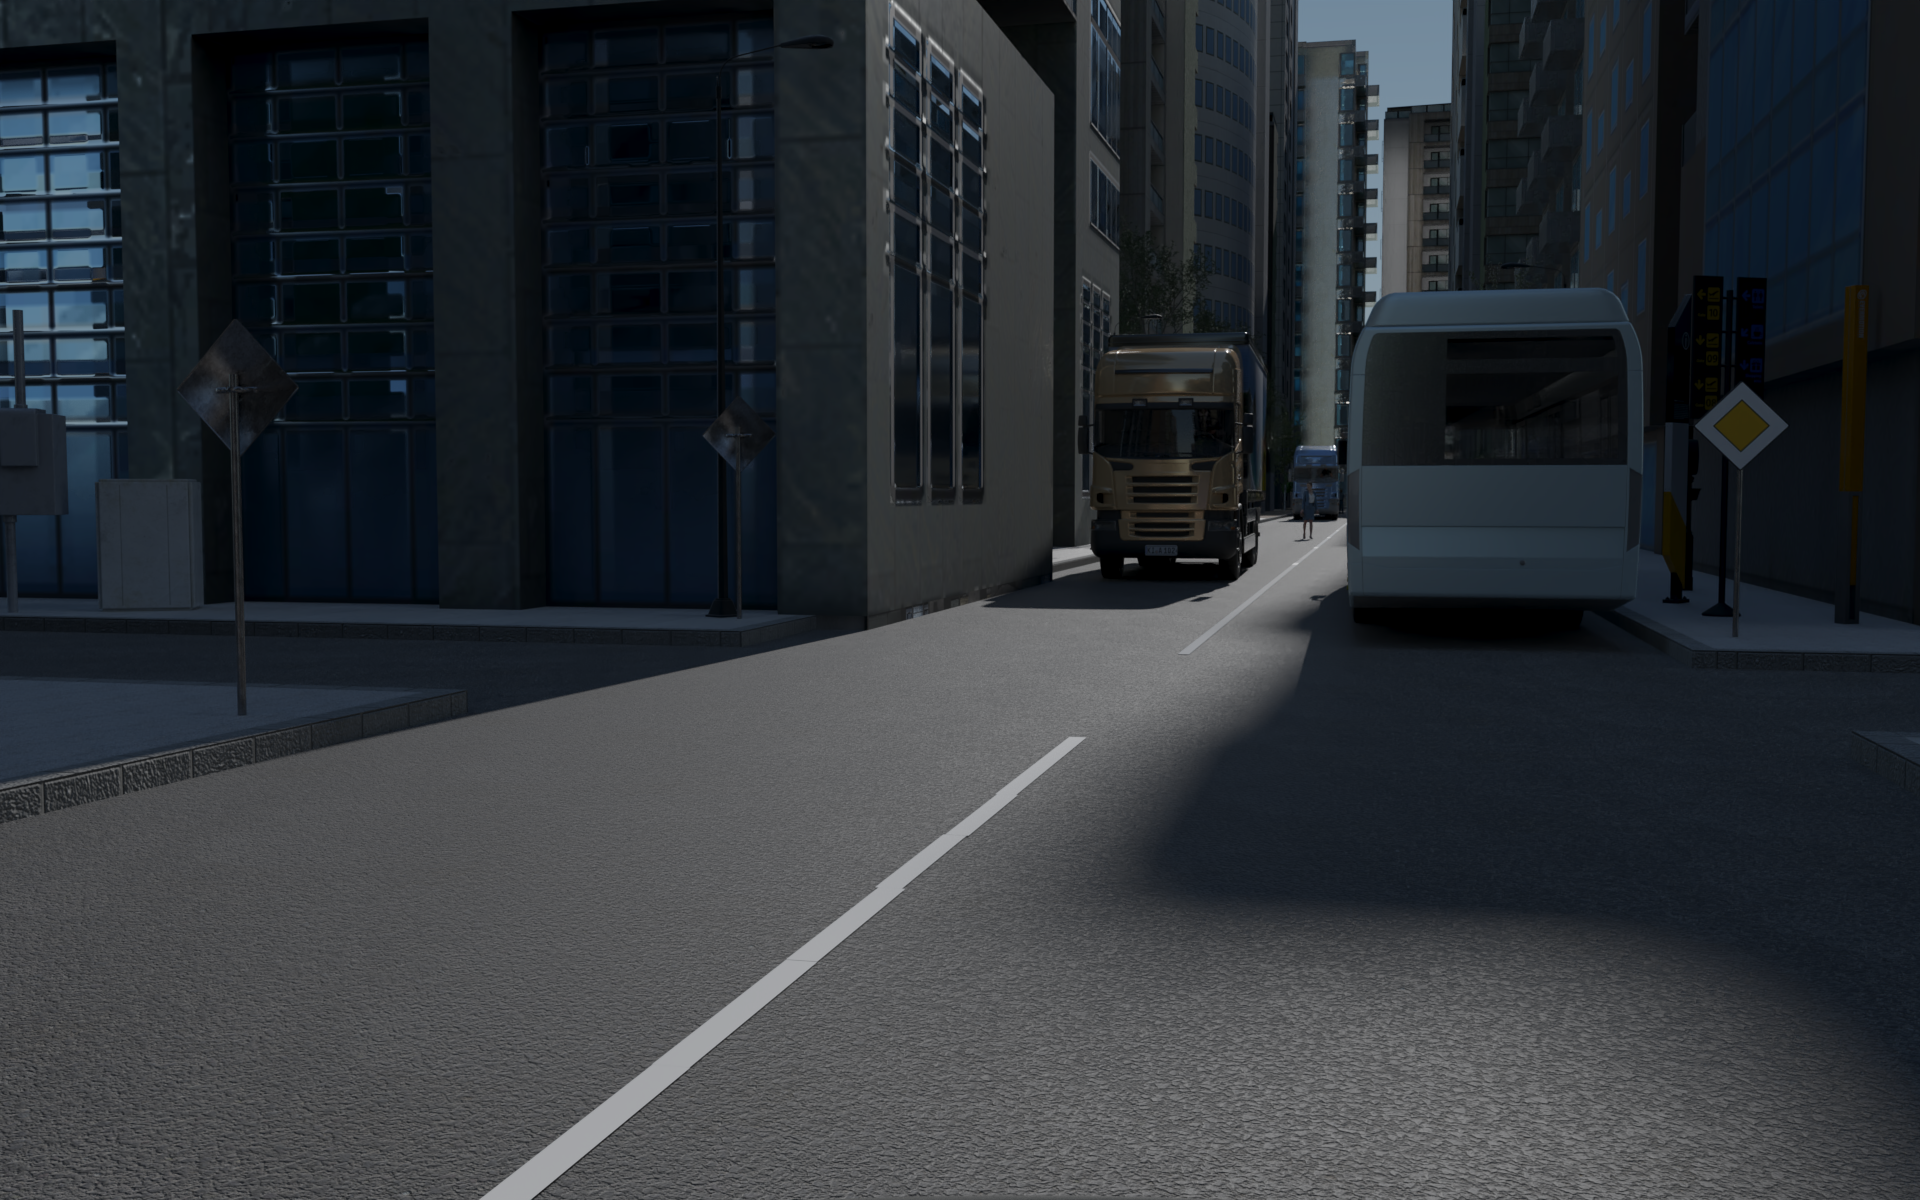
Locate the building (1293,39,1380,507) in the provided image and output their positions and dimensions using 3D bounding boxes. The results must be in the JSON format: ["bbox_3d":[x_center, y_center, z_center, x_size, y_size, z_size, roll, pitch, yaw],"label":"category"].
[{"bbox_3d":[29.084,-34.632,185.834,30.456,49.044,23.786,1,4,14],"label":"building"}]

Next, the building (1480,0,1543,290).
[{"bbox_3d":[36.505,-19.926,97.497,14.160,30.474,14.107,1,4,14],"label":"building"}]

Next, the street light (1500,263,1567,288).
[{"bbox_3d":[11.540,-3.809,34.818,1.470,5.913,1.316,1,4,14],"label":"street light"}]

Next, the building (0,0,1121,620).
[{"bbox_3d":[-8.137,-44.071,33.232,22.319,86.520,31.000,1,4,14],"label":"building"}]

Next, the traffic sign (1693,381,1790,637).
[{"bbox_3d":[6.953,-0.724,15.476,0.795,2.450,0.064,1,4,14],"label":"traffic sign"}]

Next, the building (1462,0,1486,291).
[{"bbox_3d":[44.993,-35.149,116.691,21.231,58.520,28.212,1,4,14],"label":"building"}]

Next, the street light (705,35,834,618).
[{"bbox_3d":[-1.955,-2.769,17.813,1.470,5.913,1.316,1,4,14],"label":"street light"}]

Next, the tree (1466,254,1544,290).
[{"bbox_3d":[17.123,-6.290,53.196,4.360,8.622,3.978,0,3,0],"label":"tree"}]

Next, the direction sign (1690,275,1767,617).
[{"bbox_3d":[8.015,-1.598,18.127,0.876,3.537,0.379,-1,4,-15],"label":"direction sign"}]

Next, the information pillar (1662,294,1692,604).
[{"bbox_3d":[8.387,-1.768,20.256,0.183,3.616,0.504,3,5,44],"label":"information pillar"}]

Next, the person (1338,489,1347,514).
[{"bbox_3d":[27.970,-7.253,127.163,0.705,1.814,1.350,-3,5,-43],"label":"person"}]

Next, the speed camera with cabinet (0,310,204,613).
[{"bbox_3d":[-9.488,-1.510,19.025,2.038,3.252,0.660,-1,4,-13],"label":"speed camera with cabinet"}]

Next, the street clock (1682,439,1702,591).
[{"bbox_3d":[9.647,-1.127,22.998,0.358,2.002,0.471,1,4,17],"label":"street clock"}]

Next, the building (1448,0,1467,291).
[{"bbox_3d":[54.796,-33.878,143.139,28.713,52.752,27.495,1,4,14],"label":"building"}]

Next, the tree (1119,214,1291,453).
[{"bbox_3d":[6.166,-7.591,58.529,7.601,10.594,8.767,-1,4,-9],"label":"tree"}]

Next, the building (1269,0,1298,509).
[{"bbox_3d":[19.389,-43.868,155.493,20.611,71.187,20.563,1,4,14],"label":"building"}]

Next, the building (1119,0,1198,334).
[{"bbox_3d":[2.247,-23.807,72.845,14.154,41.232,14.086,1,4,14],"label":"building"}]

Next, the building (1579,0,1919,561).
[{"bbox_3d":[22.703,-23.846,39.998,14.600,45.320,14.200,1,4,14],"label":"building"}]

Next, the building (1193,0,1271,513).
[{"bbox_3d":[7.466,-34.509,106.219,21.231,58.520,28.212,1,4,14],"label":"building"}]

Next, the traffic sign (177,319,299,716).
[{"bbox_3d":[-4.162,-0.388,9.985,0.795,2.450,0.064,1,4,14],"label":"traffic sign"}]

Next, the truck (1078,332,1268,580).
[{"bbox_3d":[4.283,-2.667,32.511,2.839,4.237,11.283,1,4,12],"label":"truck"}]

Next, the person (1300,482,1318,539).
[{"bbox_3d":[11.127,-2.855,55.195,0.581,1.822,0.654,0,4,3],"label":"person"}]

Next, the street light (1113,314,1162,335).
[{"bbox_3d":[4.542,-4.435,45.049,1.470,5.913,1.316,1,4,14],"label":"street light"}]

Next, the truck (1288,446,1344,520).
[{"bbox_3d":[21.071,-6.890,102.410,2.967,4.110,18.799,1,4,12],"label":"truck"}]

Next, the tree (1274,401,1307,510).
[{"bbox_3d":[25.549,-11.395,136.678,4.737,8.622,4.395,0,3,0],"label":"tree"}]

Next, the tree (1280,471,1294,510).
[{"bbox_3d":[26.596,-8.936,140.704,1.663,3.219,1.824,0,3,0],"label":"tree"}]

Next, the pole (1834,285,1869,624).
[{"bbox_3d":[8.777,-1.419,17.043,0.158,3.312,0.155,0,3,0],"label":"pole"}]

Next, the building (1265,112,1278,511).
[{"bbox_3d":[15.673,-21.735,127.076,14.160,30.474,14.107,1,4,14],"label":"building"}]

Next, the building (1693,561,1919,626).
[{"bbox_3d":[17.243,-22.599,19.605,14.200,45.320,14.600,1,4,14],"label":"building"}]

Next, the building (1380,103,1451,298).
[{"bbox_3d":[49.808,-30.099,175.717,14.086,41.232,14.154,1,4,14],"label":"building"}]

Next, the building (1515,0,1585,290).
[{"bbox_3d":[34.322,-27.438,68.214,23.786,49.044,30.456,1,4,14],"label":"building"}]

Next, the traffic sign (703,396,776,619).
[{"bbox_3d":[-2.266,-0.862,17.743,0.795,2.450,0.064,1,4,14],"label":"traffic sign"}]

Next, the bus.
[{"bbox_3d":[6.270,-1.666,22.097,2.948,3.499,13.247,1,4,13],"label":"bus"}]
